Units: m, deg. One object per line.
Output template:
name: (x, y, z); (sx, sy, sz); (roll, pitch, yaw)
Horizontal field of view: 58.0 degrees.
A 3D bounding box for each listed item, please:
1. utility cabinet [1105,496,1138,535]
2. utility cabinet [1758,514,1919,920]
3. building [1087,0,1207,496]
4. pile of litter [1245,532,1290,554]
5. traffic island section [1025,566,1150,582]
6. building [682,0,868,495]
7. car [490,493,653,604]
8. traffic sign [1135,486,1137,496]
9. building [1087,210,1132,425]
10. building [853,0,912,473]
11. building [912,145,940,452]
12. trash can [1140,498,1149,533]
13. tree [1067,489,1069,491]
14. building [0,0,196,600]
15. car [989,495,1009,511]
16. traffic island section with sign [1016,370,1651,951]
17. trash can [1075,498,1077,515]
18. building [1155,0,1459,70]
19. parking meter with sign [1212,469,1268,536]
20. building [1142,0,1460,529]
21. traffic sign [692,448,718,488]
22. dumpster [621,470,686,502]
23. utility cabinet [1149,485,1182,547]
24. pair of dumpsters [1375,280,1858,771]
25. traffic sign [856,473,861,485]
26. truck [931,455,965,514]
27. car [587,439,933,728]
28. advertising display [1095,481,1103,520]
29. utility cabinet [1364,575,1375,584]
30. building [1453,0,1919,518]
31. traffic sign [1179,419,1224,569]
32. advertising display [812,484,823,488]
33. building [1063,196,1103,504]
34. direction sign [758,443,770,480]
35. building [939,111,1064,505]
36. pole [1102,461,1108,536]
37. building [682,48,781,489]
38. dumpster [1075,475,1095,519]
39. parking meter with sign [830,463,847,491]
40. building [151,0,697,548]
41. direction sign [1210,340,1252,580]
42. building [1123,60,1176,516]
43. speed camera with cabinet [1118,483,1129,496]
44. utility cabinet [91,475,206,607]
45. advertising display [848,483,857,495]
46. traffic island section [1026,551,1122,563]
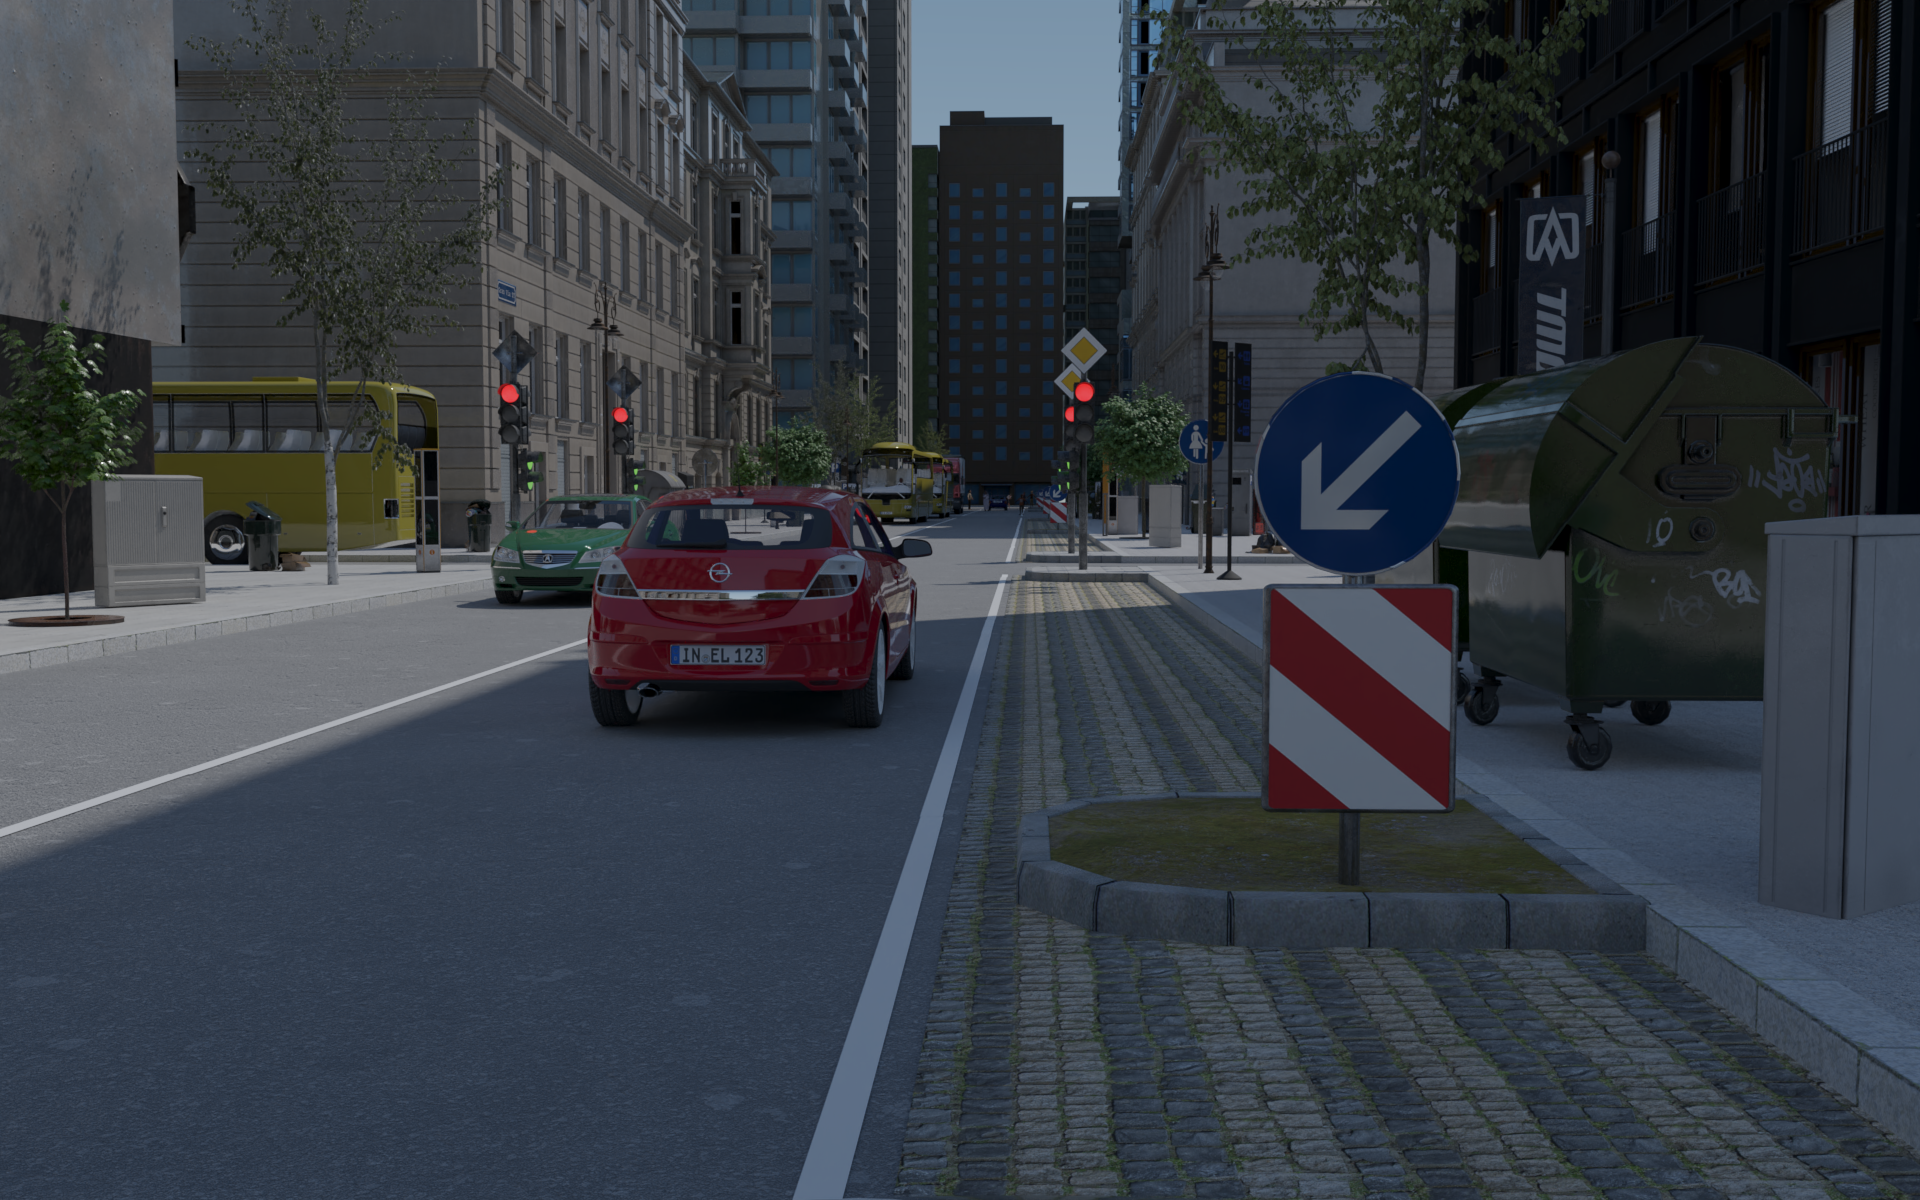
utility cabinet: (5.099, -2.660, 54.655); (1.020, 1.237, 0.306); (0, 4, 1)
utility cabinet: (2.986, 0.341, 5.583); (1.020, 1.237, 0.306); (-2, 4, -35)
building: (22.994, -51.424, 153.456); (22.319, 86.520, 31.000); (0, 4, 2)
pile of litter: (7.065, -1.437, 37.468); (1.719, 0.858, 1.176); (1, 4, 16)
traffic island section: (2.108, -0.433, 29.368); (2.009, 0.180, 2.903); (0, 4, 2)
building: (-18.686, -31.086, 127.872); (23.786, 49.044, 30.456); (0, 4, 2)
car: (-5.095, -0.755, 24.142); (2.131, 1.459, 4.920); (0, 4, 2)
traffic sign: (5.616, -3.374, 55.271); (0.768, 2.556, 0.104); (1, 4, 10)
building: (19.959, -24.839, 177.816); (14.160, 30.474, 14.107); (0, 4, 2)
building: (-15.694, -45.049, 174.801); (20.611, 71.187, 20.563); (0, 4, 2)
building: (-9.133, -31.947, 205.923); (14.086, 41.232, 14.154); (0, 4, 2)
trash can: (6.312, -2.787, 57.223); (0.748, 1.137, 0.748); (0, 3, 0)
tree: (9.067, -8.712, 137.039); (1.663, 3.219, 1.824); (0, 3, 0)
building: (-20.009, -9.291, 19.353); (16.811, 18.784, 16.820); (0, 4, 2)
car: (3.293, -8.511, 151.729); (1.945, 1.354, 3.894); (0, 4, 0)
traffic island section with sign: (1.207, 0.138, 6.379); (1.989, 1.847, 2.006); (0, 4, 2)
trash can: (6.959, -5.472, 101.115); (0.748, 1.137, 0.748); (0, 3, 0)
building: (27.403, -26.620, 127.120); (32.217, 40.220, 23.993); (0, 4, 2)
parking meter with sign: (8.526, -3.456, 52.771); (1.738, 3.016, 0.543); (1, 4, 19)
building: (15.304, -14.252, 74.816); (13.314, 21.916, 24.055); (0, 4, 2)
traffic sign: (-7.131, -2.954, 48.398); (0.768, 2.556, 0.104); (1, 4, 8)
dumpster: (-7.461, -2.226, 42.147); (1.264, 1.857, 1.865); (0, 4, 2)
utility cabinet: (4.936, -2.013, 41.585); (0.318, 1.500, 1.173); (-1, 4, -19)
pair of dumpsters: (3.412, -0.457, 9.963); (1.574, 2.255, 4.437); (0, 4, 2)
traffic sign: (-5.680, -6.181, 101.163); (0.768, 2.556, 0.104); (1, 4, 8)
truck: (-1.024, -8.361, 125.622); (2.839, 4.237, 11.283); (0, 4, 2)
car: (-1.296, -0.189, 12.138); (2.155, 1.783, 4.494); (0, 4, 2)
advertising display: (6.971, -5.002, 86.995); (0.123, 1.923, 0.974); (-1, 4, -13)
utility cabinet: (5.434, -0.814, 21.983); (1.173, 1.500, 0.318); (-3, 4, -38)
building: (13.316, -11.494, 17.605); (12.332, 23.373, 15.834); (0, 4, 2)
traffic sign: (4.120, -1.804, 29.608); (0.768, 2.556, 0.104); (0, 4, 8)
advertising display: (-8.816, -6.165, 106.017); (0.974, 1.923, 0.123); (3, 4, 36)
building: (24.412, -31.874, 213.023); (23.993, 40.220, 32.217); (0, 4, 2)
direction sign: (-8.710, -5.209, 77.158); (0.379, 3.537, 0.876); (-3, 5, -42)
building: (5.013, -33.975, 205.607); (14.200, 45.320, 14.600); (0, 4, 2)
pole: (4.424, -3.598, 52.673); (0.158, 3.312, 0.155); (0, 3, 0)
building: (-16.537, -16.108, 82.456); (14.460, 24.649, 34.723); (0, 4, 2)
dumpster: (6.632, -5.377, 90.411); (1.502, 2.255, 1.985); (0, 4, 2)
parking meter with sign: (-6.556, -6.094, 95.906); (0.543, 3.016, 1.738); (-2, 4, -32)
building: (-16.334, -15.610, 52.486); (12.463, 27.353, 25.104); (0, 4, 2)
direction sign: (4.039, -2.072, 25.879); (0.876, 3.537, 0.379); (-3, 5, -40)
building: (16.232, -18.470, 99.240); (12.463, 27.353, 25.104); (0, 4, 2)
speed camera with cabinet: (7.202, -5.199, 79.334); (0.660, 3.252, 2.038); (1, 4, 21)
utility cabinet: (-9.302, -0.686, 19.895); (0.318, 1.500, 1.173); (2, 4, 35)
advertising display: (-6.403, -5.828, 100.502); (0.974, 1.923, 0.123); (-3, 5, -41)
traffic island section: (2.424, -0.921, 37.347); (2.009, 0.180, 2.903); (0, 4, 2)
